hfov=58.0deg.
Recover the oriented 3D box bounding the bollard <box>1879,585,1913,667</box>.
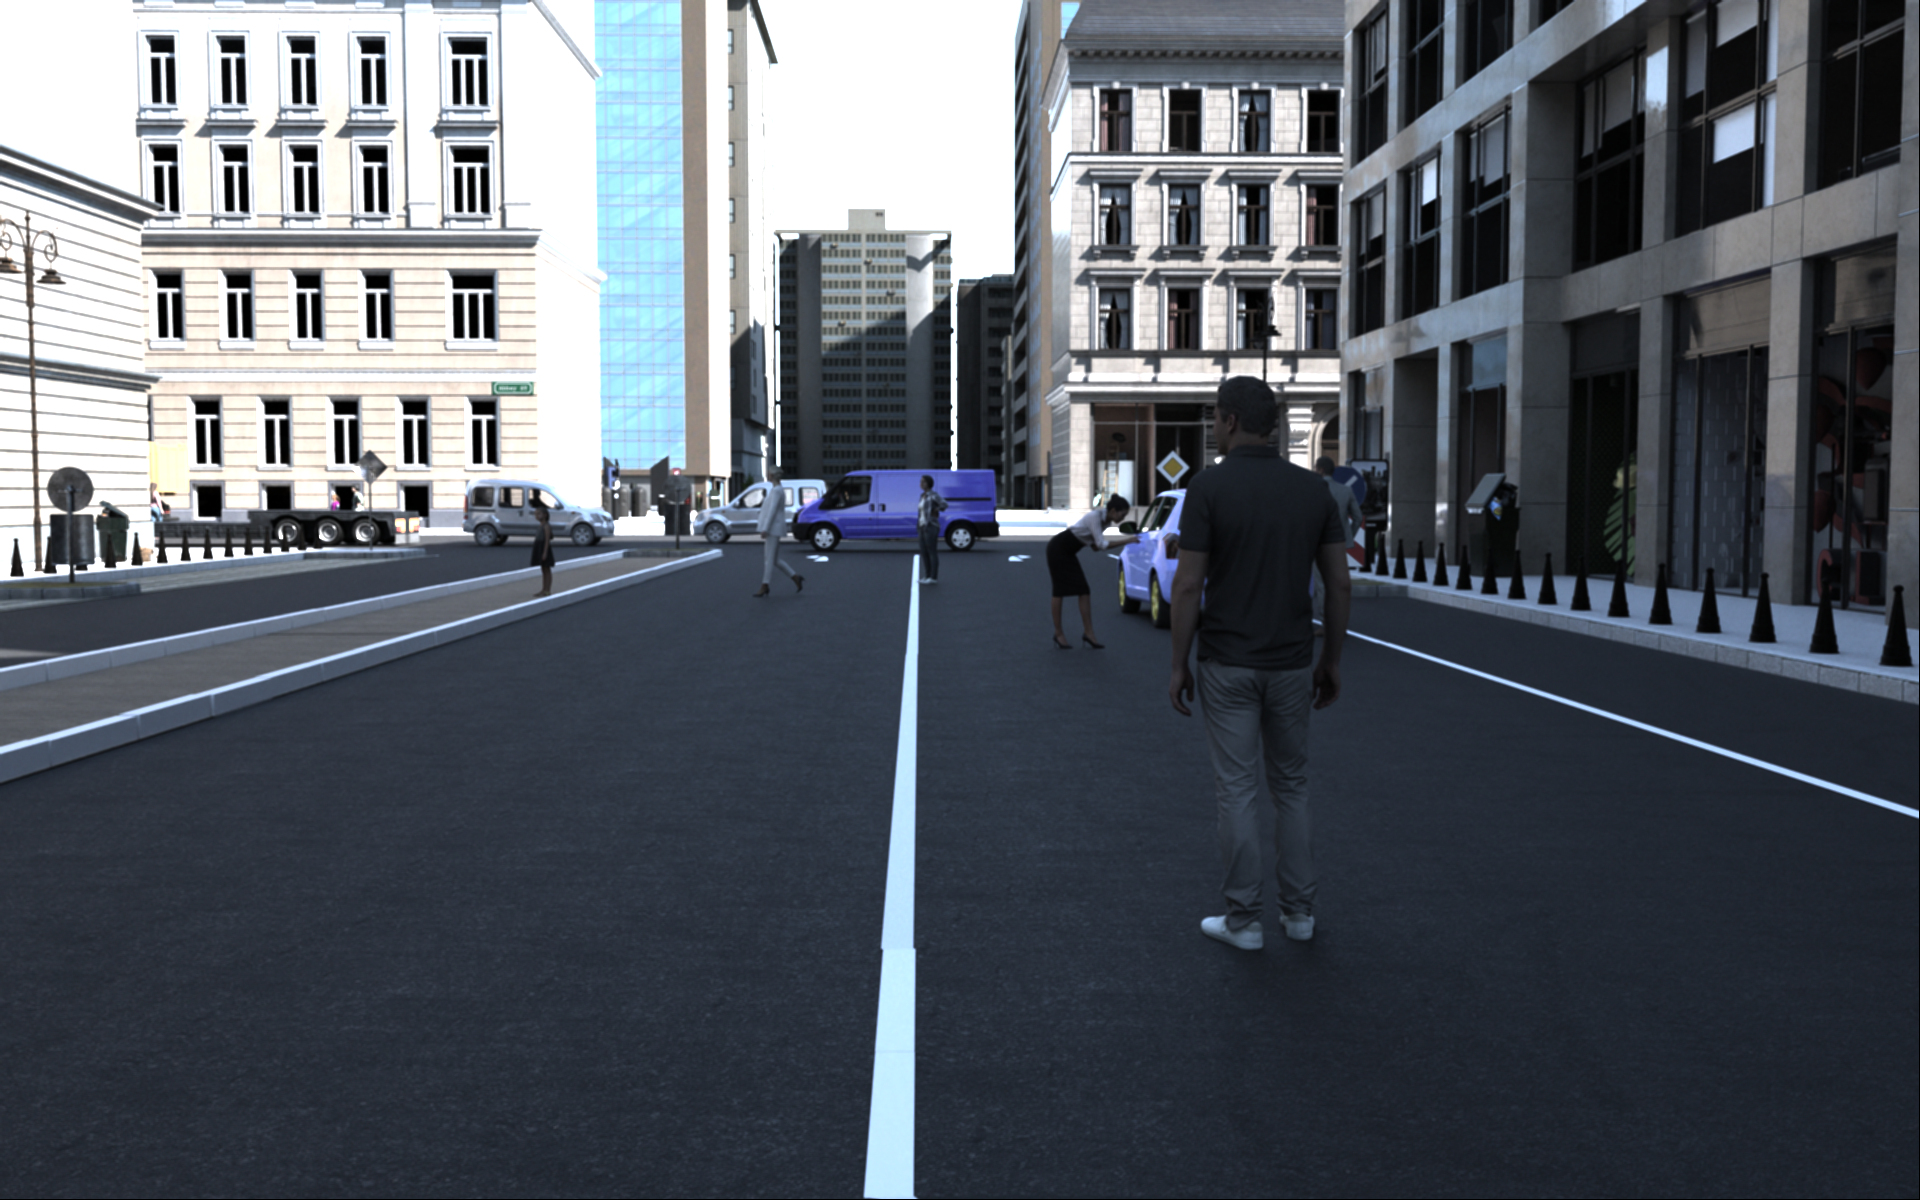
[{"bbox_3d":[7.010,0.189,12.952,0.229,0.601,0.229,0,3,0],"label":"bollard"}]

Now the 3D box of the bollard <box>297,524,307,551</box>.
[{"bbox_3d":[-14.887,-1.415,39.169,0.229,0.601,0.229,0,3,0],"label":"bollard"}]

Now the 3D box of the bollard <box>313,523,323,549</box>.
[{"bbox_3d":[-14.912,-1.478,40.199,0.229,0.601,0.229,0,3,0],"label":"bollard"}]

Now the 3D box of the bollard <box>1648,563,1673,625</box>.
[{"bbox_3d":[6.916,-0.064,17.082,0.229,0.601,0.229,0,3,0],"label":"bollard"}]

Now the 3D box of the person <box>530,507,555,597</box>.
[{"bbox_3d":[-5.817,-0.668,24.095,0.373,1.253,0.362,-2,4,-32],"label":"person"}]

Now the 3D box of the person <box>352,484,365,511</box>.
[{"bbox_3d":[-18.826,-2.750,54.192,0.376,1.734,0.841,-1,4,-8],"label":"person"}]

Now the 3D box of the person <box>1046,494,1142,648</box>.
[{"bbox_3d":[1.214,-0.267,16.057,0.799,1.438,0.628,-1,4,-11],"label":"person"}]

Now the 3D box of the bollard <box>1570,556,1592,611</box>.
[{"bbox_3d":[6.865,-0.189,19.135,0.229,0.601,0.229,0,3,0],"label":"bollard"}]

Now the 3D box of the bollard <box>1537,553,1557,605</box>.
[{"bbox_3d":[6.843,-0.252,20.161,0.229,0.601,0.229,0,3,0],"label":"bollard"}]

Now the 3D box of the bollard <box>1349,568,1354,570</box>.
[{"bbox_3d":[6.629,-0.819,29.435,0.229,0.601,0.229,0,3,0],"label":"bollard"}]

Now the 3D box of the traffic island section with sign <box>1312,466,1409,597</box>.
[{"bbox_3d":[5.247,-1.004,25.051,1.989,1.847,2.006,0,4,-1],"label":"traffic island section with sign"}]

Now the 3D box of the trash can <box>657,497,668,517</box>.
[{"bbox_3d":[-16.849,-5.296,98.251,0.748,1.137,0.748,0,3,0],"label":"trash can"}]

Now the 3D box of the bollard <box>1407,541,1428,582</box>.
[{"bbox_3d":[6.724,-0.567,25.306,0.229,0.601,0.229,0,3,0],"label":"bollard"}]

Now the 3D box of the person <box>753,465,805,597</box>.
[{"bbox_3d":[-2.544,-0.977,24.358,0.818,1.842,0.514,-1,4,-23],"label":"person"}]

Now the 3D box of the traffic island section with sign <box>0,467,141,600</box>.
[{"bbox_3d":[-12.724,-0.958,24.295,1.989,1.847,2.006,0,4,-1],"label":"traffic island section with sign"}]

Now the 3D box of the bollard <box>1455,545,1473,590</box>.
[{"bbox_3d":[6.769,-0.441,23.247,0.229,0.601,0.229,0,3,0],"label":"bollard"}]

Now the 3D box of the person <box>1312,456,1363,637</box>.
[{"bbox_3d":[3.710,-0.540,17.421,0.635,1.810,0.391,-2,4,-27],"label":"person"}]

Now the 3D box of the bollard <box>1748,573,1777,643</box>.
[{"bbox_3d":[6.964,0.063,15.010,0.229,0.601,0.229,0,3,0],"label":"bollard"}]

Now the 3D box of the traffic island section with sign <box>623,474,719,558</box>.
[{"bbox_3d":[-6.572,-1.933,39.736,2.006,1.907,1.989,0,4,-1],"label":"traffic island section with sign"}]

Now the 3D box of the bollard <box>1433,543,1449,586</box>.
[{"bbox_3d":[6.746,-0.504,24.280,0.229,0.601,0.229,0,3,0],"label":"bollard"}]

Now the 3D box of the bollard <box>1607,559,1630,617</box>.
[{"bbox_3d":[6.892,-0.126,18.109,0.229,0.601,0.229,0,3,0],"label":"bollard"}]

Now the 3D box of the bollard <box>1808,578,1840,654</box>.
[{"bbox_3d":[6.983,0.126,13.981,0.229,0.601,0.229,0,3,0],"label":"bollard"}]

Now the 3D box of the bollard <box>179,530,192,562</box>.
[{"bbox_3d":[-14.744,-1.035,32.963,0.229,0.601,0.229,0,3,0],"label":"bollard"}]

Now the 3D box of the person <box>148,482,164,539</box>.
[{"bbox_3d":[-25.931,-2.895,55.848,0.555,1.821,0.388,1,4,10],"label":"person"}]

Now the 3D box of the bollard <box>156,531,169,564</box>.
[{"bbox_3d":[-14.715,-0.972,31.933,0.229,0.601,0.229,0,3,0],"label":"bollard"}]

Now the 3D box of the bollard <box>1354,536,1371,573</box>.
[{"bbox_3d":[6.652,-0.756,28.408,0.229,0.601,0.229,0,3,0],"label":"bollard"}]

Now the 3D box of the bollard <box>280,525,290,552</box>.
[{"bbox_3d":[-14.862,-1.350,38.121,0.229,0.601,0.229,0,3,0],"label":"bollard"}]

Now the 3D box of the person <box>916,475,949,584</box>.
[{"bbox_3d":[-0.480,-1.128,27.664,0.376,1.734,0.841,-1,4,-18],"label":"person"}]

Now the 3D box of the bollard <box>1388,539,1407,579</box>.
[{"bbox_3d":[6.696,-0.630,26.337,0.229,0.601,0.229,0,3,0],"label":"bollard"}]

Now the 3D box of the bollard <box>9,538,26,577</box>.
[{"bbox_3d":[-14.600,-0.658,26.801,0.229,0.601,0.229,0,3,0],"label":"bollard"}]

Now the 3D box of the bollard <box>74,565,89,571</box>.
[{"bbox_3d":[-14.644,-0.784,28.854,0.229,0.601,0.229,0,3,0],"label":"bollard"}]

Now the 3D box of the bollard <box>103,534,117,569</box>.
[{"bbox_3d":[-14.667,-0.846,29.880,0.229,0.601,0.229,0,3,0],"label":"bollard"}]

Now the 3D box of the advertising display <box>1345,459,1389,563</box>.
[{"bbox_3d":[7.493,-1.634,31.930,0.974,1.923,0.123,-2,4,-30],"label":"advertising display"}]

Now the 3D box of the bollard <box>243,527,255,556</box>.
[{"bbox_3d":[-14.815,-1.224,36.052,0.229,0.601,0.229,0,3,0],"label":"bollard"}]

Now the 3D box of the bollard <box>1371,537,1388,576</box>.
[{"bbox_3d":[6.675,-0.692,27.363,0.229,0.601,0.229,0,3,0],"label":"bollard"}]

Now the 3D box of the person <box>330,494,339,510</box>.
[{"bbox_3d":[-19.857,-2.622,54.611,0.726,1.435,0.776,3,5,40],"label":"person"}]

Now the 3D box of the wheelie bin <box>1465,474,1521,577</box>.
[{"bbox_3d":[8.284,-1.162,26.914,0.693,1.594,0.980,-1,4,-10],"label":"wheelie bin"}]

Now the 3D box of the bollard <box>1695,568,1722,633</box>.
[{"bbox_3d":[6.939,0.000,16.037,0.229,0.601,0.229,0,3,0],"label":"bollard"}]

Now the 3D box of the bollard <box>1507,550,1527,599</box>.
[{"bbox_3d":[6.818,-0.315,21.192,0.229,0.601,0.229,0,3,0],"label":"bollard"}]

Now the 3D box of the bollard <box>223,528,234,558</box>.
[{"bbox_3d":[-14.789,-1.160,35.016,0.229,0.601,0.229,0,3,0],"label":"bollard"}]

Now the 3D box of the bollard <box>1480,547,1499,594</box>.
[{"bbox_3d":[6.799,-0.378,22.220,0.229,0.601,0.229,0,3,0],"label":"bollard"}]

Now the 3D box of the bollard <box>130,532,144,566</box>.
[{"bbox_3d":[-14.695,-0.909,30.907,0.229,0.601,0.229,0,3,0],"label":"bollard"}]

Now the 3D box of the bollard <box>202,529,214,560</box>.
[{"bbox_3d":[-14.765,-1.098,33.989,0.229,0.601,0.229,0,3,0],"label":"bollard"}]

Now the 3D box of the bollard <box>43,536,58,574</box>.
[{"bbox_3d":[-14.624,-0.721,27.827,0.229,0.601,0.229,0,3,0],"label":"bollard"}]

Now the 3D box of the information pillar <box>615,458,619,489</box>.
[{"bbox_3d":[-22.518,-7.490,113.809,0.183,3.616,0.504,0,4,7],"label":"information pillar"}]

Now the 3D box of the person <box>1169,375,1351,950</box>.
[{"bbox_3d":[0.953,0.187,5.575,0.598,1.807,0.434,0,4,-5],"label":"person"}]

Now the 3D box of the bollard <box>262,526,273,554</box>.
[{"bbox_3d":[-14.836,-1.287,37.092,0.229,0.601,0.229,0,3,0],"label":"bollard"}]
